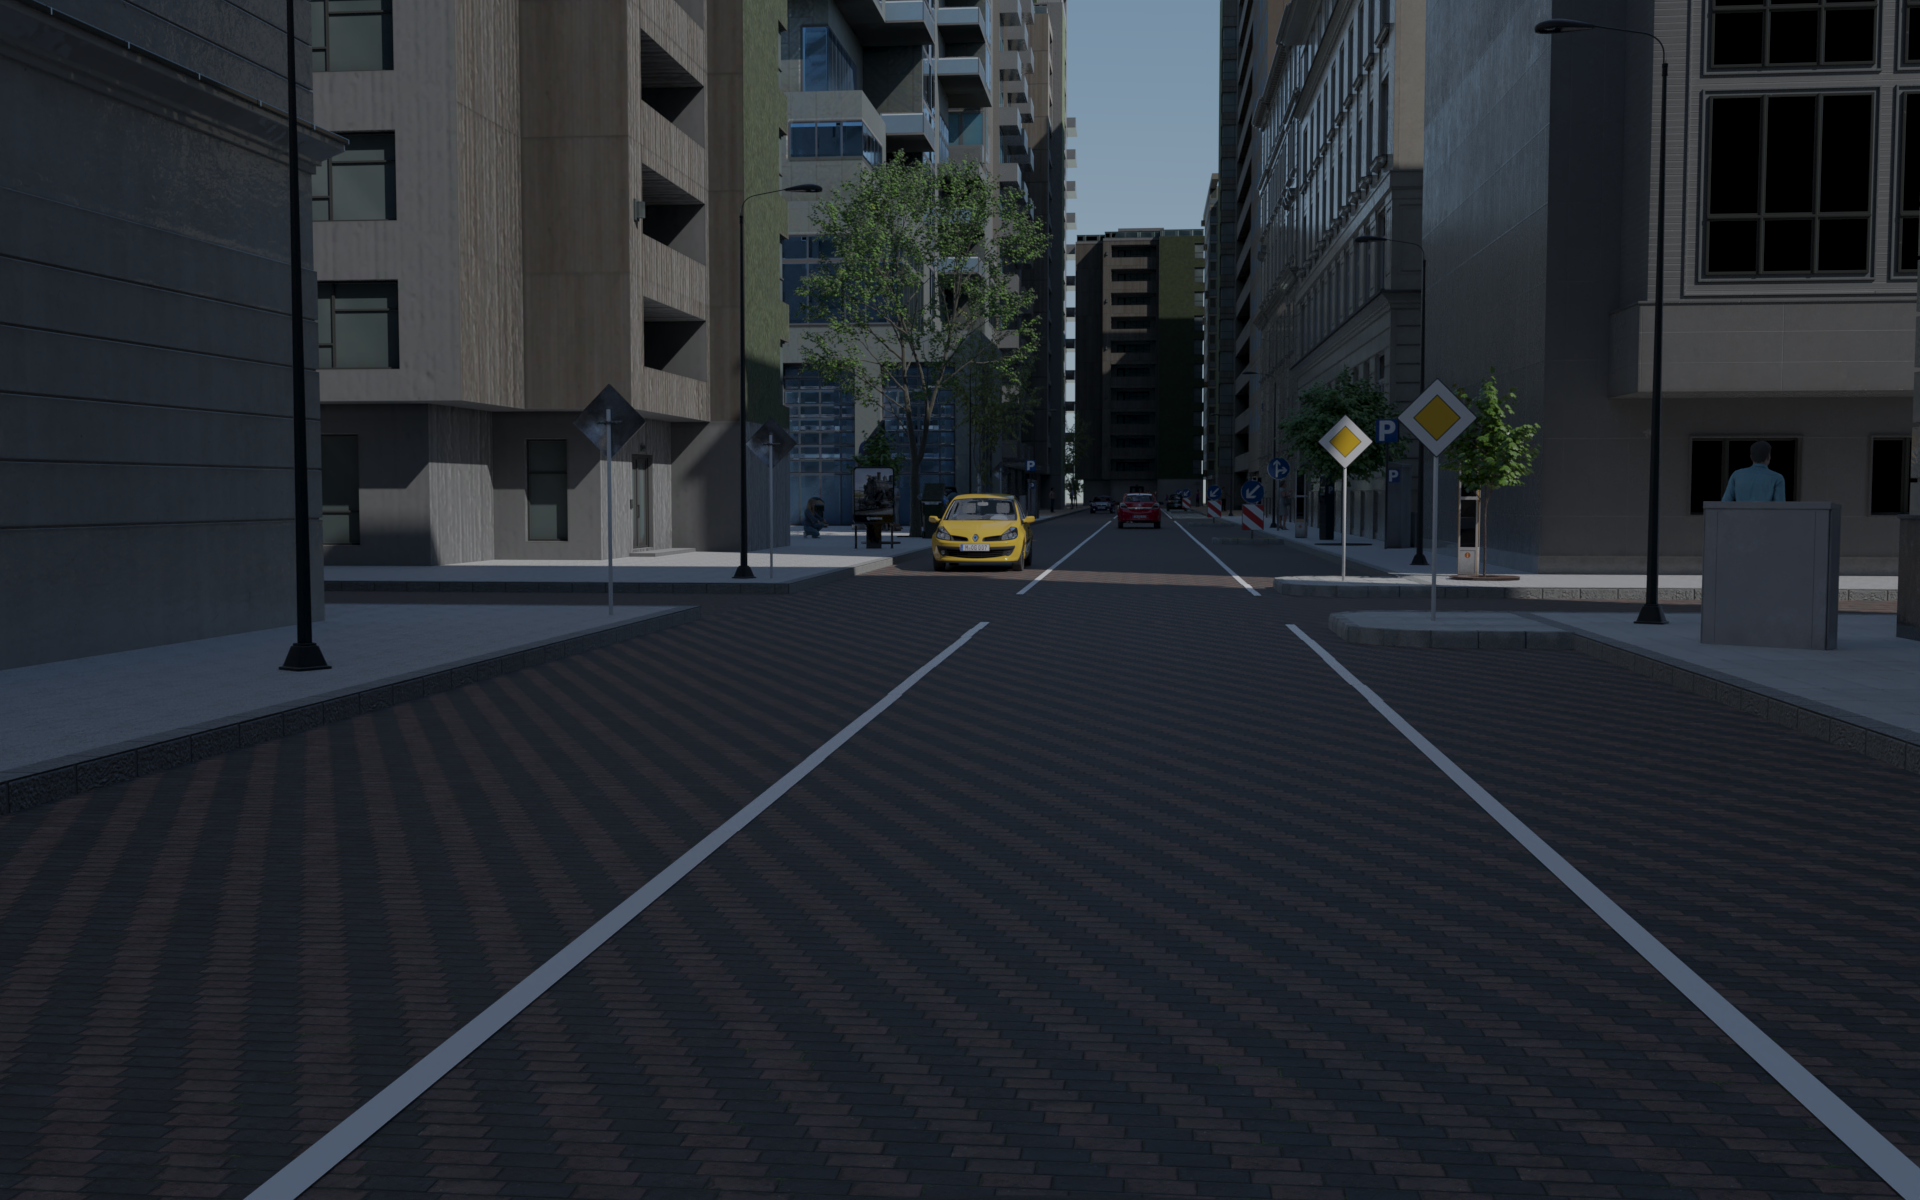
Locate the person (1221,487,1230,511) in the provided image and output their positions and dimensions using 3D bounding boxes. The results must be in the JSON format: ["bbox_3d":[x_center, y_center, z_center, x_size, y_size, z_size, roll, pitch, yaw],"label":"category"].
[{"bbox_3d":[19.454,-7.437,127.654,1.348,1.823,0.705,-2,4,-30],"label":"person"}]

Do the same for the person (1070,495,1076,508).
[{"bbox_3d":[10.722,-9.665,164.885,0.721,1.723,1.217,-1,4,-22],"label":"person"}]

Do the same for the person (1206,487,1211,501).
[{"bbox_3d":[19.284,-7.820,133.878,0.705,1.826,1.348,2,4,32],"label":"person"}]

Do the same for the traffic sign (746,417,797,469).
[{"bbox_3d":[-2.884,-1.477,26.332,0.795,2.593,0.064,0,4,6],"label":"traffic sign"}]

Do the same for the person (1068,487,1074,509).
[{"bbox_3d":[9.238,-8.511,145.058,0.599,1.838,0.709,0,4,-4],"label":"person"}]

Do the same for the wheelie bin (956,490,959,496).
[{"bbox_3d":[-0.439,-3.613,66.988,0.980,1.594,0.693,2,4,26],"label":"wheelie bin"}]

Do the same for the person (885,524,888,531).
[{"bbox_3d":[-2.721,-3.239,59.347,0.599,1.781,0.374,-2,4,-26],"label":"person"}]

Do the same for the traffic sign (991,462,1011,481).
[{"bbox_3d":[1.627,-4.290,69.881,0.795,2.593,0.064,1,4,9],"label":"traffic sign"}]

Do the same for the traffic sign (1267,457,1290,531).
[{"bbox_3d":[11.081,-3.681,60.284,0.768,2.556,0.104,1,4,9],"label":"traffic sign"}]

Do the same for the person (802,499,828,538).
[{"bbox_3d":[-4.173,-2.369,50.268,0.738,1.151,1.012,1,4,20],"label":"person"}]

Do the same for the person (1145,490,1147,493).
[{"bbox_3d":[17.443,-9.414,162.432,0.705,1.822,1.348,-2,4,-31],"label":"person"}]

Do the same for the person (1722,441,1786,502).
[{"bbox_3d":[8.097,-0.715,17.759,0.660,1.820,0.620,2,4,34],"label":"person"}]

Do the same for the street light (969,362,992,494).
[{"bbox_3d":[0.890,-5.387,60.620,1.470,5.913,1.316,0,4,6],"label":"street light"}]

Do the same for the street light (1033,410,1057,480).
[{"bbox_3d":[4.623,-7.511,95.343,1.470,5.913,1.316,0,4,6],"label":"street light"}]

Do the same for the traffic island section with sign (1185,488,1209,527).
[{"bbox_3d":[11.169,-4.183,77.026,1.989,1.847,2.006,0,4,6],"label":"traffic island section with sign"}]

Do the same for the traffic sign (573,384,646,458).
[{"bbox_3d":[-3.729,-0.991,18.392,0.795,2.593,0.064,0,4,6],"label":"traffic sign"}]

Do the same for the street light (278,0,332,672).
[{"bbox_3d":[-4.259,-2.440,12.443,1.470,5.913,1.316,0,4,6],"label":"street light"}]

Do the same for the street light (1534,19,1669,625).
[{"bbox_3d":[6.321,-2.723,17.064,1.470,5.913,1.316,0,4,6],"label":"street light"}]

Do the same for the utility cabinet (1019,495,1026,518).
[{"bbox_3d":[2.952,-4.312,81.655,0.306,1.237,1.020,0,4,5],"label":"utility cabinet"}]

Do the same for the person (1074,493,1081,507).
[{"bbox_3d":[11.618,-10.248,174.299,1.217,1.736,0.721,1,4,17],"label":"person"}]

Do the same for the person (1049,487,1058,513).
[{"bbox_3d":[6.477,-6.929,120.049,0.721,1.736,1.217,2,4,29],"label":"person"}]

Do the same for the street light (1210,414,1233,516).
[{"bbox_3d":[15.107,-7.791,99.923,1.470,5.913,1.316,0,4,6],"label":"street light"}]

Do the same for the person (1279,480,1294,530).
[{"bbox_3d":[11.664,-3.402,62.024,0.532,1.782,0.716,0,4,-5],"label":"person"}]

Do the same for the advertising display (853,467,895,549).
[{"bbox_3d":[-2.025,-2.167,40.650,0.974,1.923,0.123,0,4,-7],"label":"advertising display"}]

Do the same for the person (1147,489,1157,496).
[{"bbox_3d":[11.448,-5.779,103.793,0.742,1.727,0.445,1,4,15],"label":"person"}]

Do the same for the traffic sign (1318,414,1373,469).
[{"bbox_3d":[5.660,-1.420,25.406,0.795,2.593,0.064,0,4,6],"label":"traffic sign"}]

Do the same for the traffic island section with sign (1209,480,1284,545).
[{"bbox_3d":[8.331,-2.544,50.220,1.989,1.847,2.006,0,4,6],"label":"traffic island section with sign"}]

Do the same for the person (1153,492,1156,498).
[{"bbox_3d":[18.823,-9.702,168.589,0.415,1.643,0.593,3,4,38],"label":"person"}]

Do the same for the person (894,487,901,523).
[{"bbox_3d":[-2.611,-3.757,67.662,0.606,1.804,0.583,0,4,-1],"label":"person"}]

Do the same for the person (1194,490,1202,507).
[{"bbox_3d":[23.404,-10.041,170.889,0.721,1.739,1.217,-3,5,-43],"label":"person"}]

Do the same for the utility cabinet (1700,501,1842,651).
[{"bbox_3d":[6.827,-0.210,14.600,1.020,1.237,0.306,3,5,42],"label":"utility cabinet"}]

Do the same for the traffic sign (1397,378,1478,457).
[{"bbox_3d":[4.815,-0.934,17.465,0.795,2.593,0.064,0,4,6],"label":"traffic sign"}]

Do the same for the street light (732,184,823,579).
[{"bbox_3d":[-2.753,-3.278,26.141,1.470,5.913,1.316,0,4,6],"label":"street light"}]

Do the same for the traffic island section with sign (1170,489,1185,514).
[{"bbox_3d":[16.574,-7.286,127.750,1.989,1.847,2.006,0,4,6],"label":"traffic island section with sign"}]

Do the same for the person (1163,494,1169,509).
[{"bbox_3d":[20.470,-9.799,171.936,0.991,1.433,0.599,-3,5,-44],"label":"person"}]

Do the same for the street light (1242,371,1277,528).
[{"bbox_3d":[11.362,-5.690,65.579,1.470,5.913,1.316,0,4,6],"label":"street light"}]

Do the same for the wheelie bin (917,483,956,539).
[{"bbox_3d":[-0.753,-2.572,49.954,0.980,1.594,0.693,1,4,16],"label":"wheelie bin"}]

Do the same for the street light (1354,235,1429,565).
[{"bbox_3d":[7.775,-3.589,31.218,1.470,5.913,1.316,0,4,6],"label":"street light"}]
